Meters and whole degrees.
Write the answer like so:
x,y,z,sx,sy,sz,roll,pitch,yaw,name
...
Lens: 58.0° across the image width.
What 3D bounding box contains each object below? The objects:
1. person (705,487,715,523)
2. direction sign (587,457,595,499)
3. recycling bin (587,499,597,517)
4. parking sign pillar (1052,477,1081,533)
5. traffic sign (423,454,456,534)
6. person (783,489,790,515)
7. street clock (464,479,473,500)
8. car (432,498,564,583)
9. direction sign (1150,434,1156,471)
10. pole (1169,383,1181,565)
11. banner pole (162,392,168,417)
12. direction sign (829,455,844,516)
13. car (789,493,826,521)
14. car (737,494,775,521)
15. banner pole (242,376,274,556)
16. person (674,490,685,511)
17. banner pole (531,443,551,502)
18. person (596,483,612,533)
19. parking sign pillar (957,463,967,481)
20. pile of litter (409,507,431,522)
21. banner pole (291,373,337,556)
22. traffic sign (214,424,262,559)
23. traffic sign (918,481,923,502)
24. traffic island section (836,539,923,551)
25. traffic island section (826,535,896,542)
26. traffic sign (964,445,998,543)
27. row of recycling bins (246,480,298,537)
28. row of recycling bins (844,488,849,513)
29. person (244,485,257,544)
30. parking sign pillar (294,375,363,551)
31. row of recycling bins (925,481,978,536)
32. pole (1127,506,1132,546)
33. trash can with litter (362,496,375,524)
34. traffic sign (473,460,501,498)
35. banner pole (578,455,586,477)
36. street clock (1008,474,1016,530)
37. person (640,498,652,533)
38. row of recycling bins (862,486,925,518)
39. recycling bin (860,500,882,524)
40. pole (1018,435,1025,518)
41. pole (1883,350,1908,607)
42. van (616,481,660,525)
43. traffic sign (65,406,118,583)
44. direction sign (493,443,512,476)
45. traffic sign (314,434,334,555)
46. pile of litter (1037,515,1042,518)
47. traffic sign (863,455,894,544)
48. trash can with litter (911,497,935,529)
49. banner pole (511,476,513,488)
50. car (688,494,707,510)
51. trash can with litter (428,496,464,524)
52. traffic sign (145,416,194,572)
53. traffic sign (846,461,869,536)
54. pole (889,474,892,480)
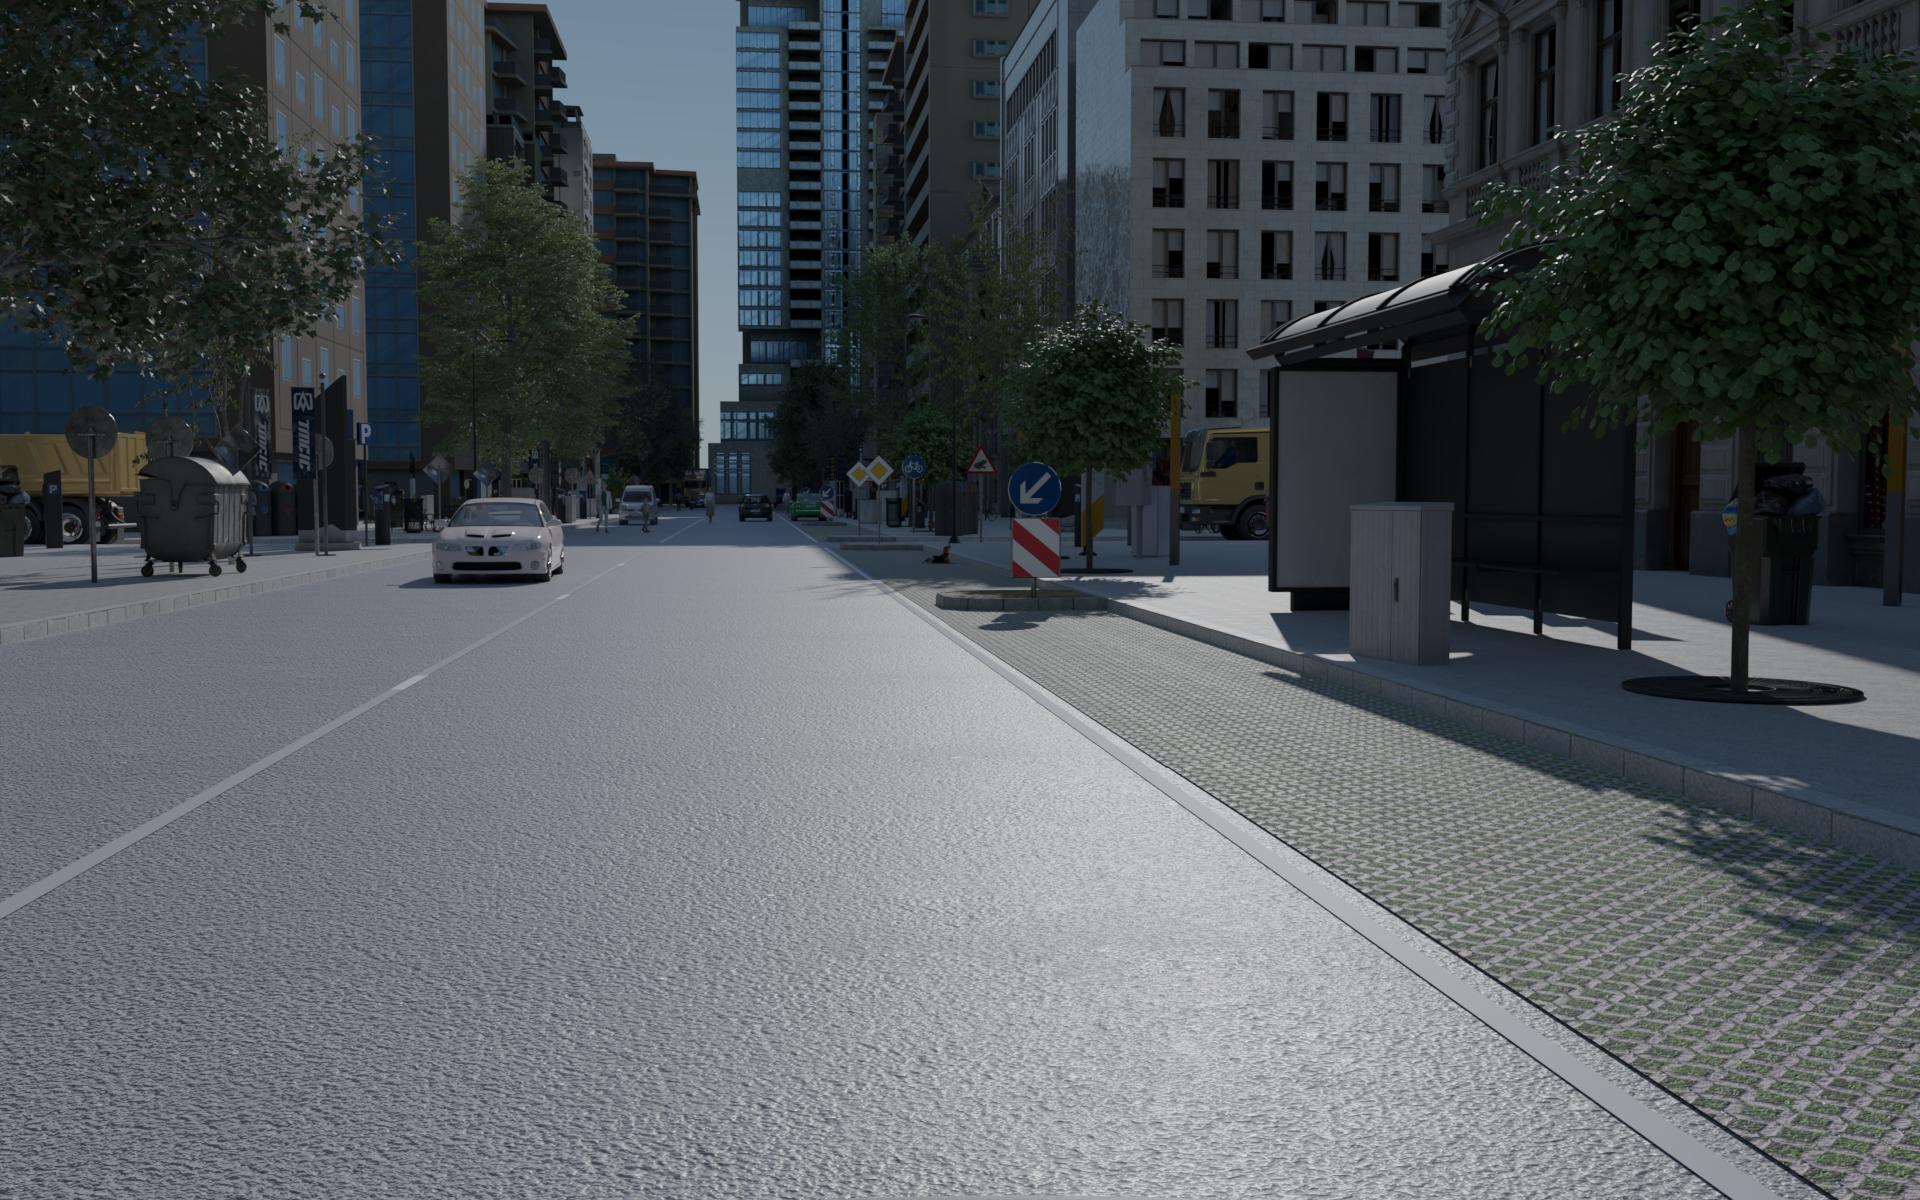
x,y,z,sx,sy,sz,roll,pitch,yaw,name
-12.437,-4.736,86.167,0.478,1.798,0.641,0,4,3,person
-22.703,-7.006,106.551,0.379,3.537,0.876,1,4,19,direction sign
-20.672,-5.161,96.931,0.722,1.027,0.722,-3,5,-44,recycling bin
3.755,-4.268,58.254,1.447,3.967,1.447,2,4,34,parking sign pillar
-13.064,-2.438,43.497,0.795,2.450,0.064,0,4,-7,traffic sign
-12.019,-6.834,120.461,0.478,1.798,0.641,2,4,26,person
-23.656,-4.823,83.425,0.471,2.002,0.358,3,5,42,street clock
-7.838,-1.057,29.651,2.083,1.381,4.827,-1,4,-9,car
6.358,-4.016,57.664,0.379,3.537,0.876,2,4,25,direction sign
3.873,-2.283,31.169,0.158,3.312,0.155,0,3,0,pole
-19.307,-3.190,42.178,0.401,3.779,0.863,-2,4,-32,banner pole
-7.245,-6.689,101.367,0.876,3.537,0.379,0,4,-2,direction sign
-8.032,-5.076,91.792,1.959,1.807,4.718,0,4,-8,car
-10.843,-5.030,92.026,2.009,1.686,4.222,0,4,-5,car
-14.609,-2.814,36.027,0.401,3.779,0.863,1,4,23,banner pole
-23.815,-8.429,147.030,1.217,1.736,0.721,2,4,35,person
-20.651,-5.795,84.762,0.863,3.779,0.401,2,4,27,banner pole
-13.051,-3.362,63.345,0.514,1.842,0.818,-3,4,-36,person
-0.268,-6.280,91.143,1.447,3.967,1.447,2,4,30,parking sign pillar
-24.937,-3.989,79.186,1.719,0.858,1.176,0,4,-2,pile of litter
-13.366,-2.798,35.762,0.863,3.779,0.401,-2,4,-34,banner pole
-11.863,-1.669,28.480,0.795,2.450,0.064,0,4,0,traffic sign
-1.716,-4.732,77.469,0.768,2.556,0.104,0,4,-5,traffic sign
-2.076,-1.383,44.896,2.009,0.180,2.903,0,4,-7,traffic island section
-3.048,-1.868,52.822,2.009,0.180,2.903,0,4,-7,traffic island section
0.551,-2.779,45.436,0.884,2.594,0.081,0,4,-4,traffic sign
-21.093,-2.795,52.817,1.069,1.692,3.534,2,4,28,row of recycling bins
-7.889,-6.852,119.149,1.069,1.692,3.534,1,4,21,row of recycling bins
-19.102,-2.304,46.359,0.537,1.800,0.526,-1,4,-11,person
-14.485,-3.126,39.585,1.447,3.967,1.447,1,4,18,parking sign pillar
-0.135,-2.892,54.403,1.069,1.692,3.534,1,4,11,row of recycling bins
4.265,-3.003,42.947,0.158,3.312,0.155,0,3,0,pole
-25.402,-3.936,75.417,1.678,1.210,2.233,0,4,-4,trash can with litter
-14.036,-2.922,51.423,0.795,2.450,0.064,0,4,-7,traffic sign
-23.943,-7.312,109.561,0.401,3.779,0.863,2,4,29,banner pole
1.895,-3.514,62.019,0.358,2.002,0.471,-1,4,-13,street clock
-11.704,-3.173,64.643,0.475,1.303,0.640,-3,5,-45,person
-3.525,-5.290,93.600,3.534,1.692,1.069,-1,4,-13,row of recycling bins
-3.863,-3.817,74.962,0.722,1.027,0.722,3,4,38,recycling bin
1.578,-3.077,44.159,0.158,3.312,0.155,0,3,0,pole
10.673,-1.583,19.723,0.158,3.312,0.155,0,3,0,pole
-15.042,-4.529,81.059,2.013,2.044,4.112,0,4,-7,van
-12.516,-1.521,24.967,0.768,2.556,0.104,0,4,3,traffic sign
-20.210,-5.173,76.575,0.379,3.537,0.876,3,5,43,direction sign
-13.591,-2.229,36.543,0.768,2.556,0.104,0,4,-1,traffic sign
2.960,-3.453,70.420,1.176,0.858,1.719,-1,4,-19,pile of litter
-2.099,-2.518,44.816,0.795,2.450,0.064,0,4,-7,traffic sign
-1.287,-3.246,64.458,1.055,1.170,0.624,1,4,12,trash can with litter
-22.398,-5.883,86.205,0.401,3.779,0.863,-2,4,-35,banner pole
-23.813,-9.082,158.278,2.009,1.686,4.222,0,4,-7,car
-22.202,-3.923,75.197,2.233,1.210,1.678,-1,4,-14,trash can with litter
-12.961,-1.731,28.410,0.768,2.556,0.104,0,4,-5,traffic sign
-3.071,-3.003,52.742,0.795,2.450,0.064,0,4,-7,traffic sign
-3.697,-5.977,91.571,0.158,3.312,0.155,0,3,0,pole
